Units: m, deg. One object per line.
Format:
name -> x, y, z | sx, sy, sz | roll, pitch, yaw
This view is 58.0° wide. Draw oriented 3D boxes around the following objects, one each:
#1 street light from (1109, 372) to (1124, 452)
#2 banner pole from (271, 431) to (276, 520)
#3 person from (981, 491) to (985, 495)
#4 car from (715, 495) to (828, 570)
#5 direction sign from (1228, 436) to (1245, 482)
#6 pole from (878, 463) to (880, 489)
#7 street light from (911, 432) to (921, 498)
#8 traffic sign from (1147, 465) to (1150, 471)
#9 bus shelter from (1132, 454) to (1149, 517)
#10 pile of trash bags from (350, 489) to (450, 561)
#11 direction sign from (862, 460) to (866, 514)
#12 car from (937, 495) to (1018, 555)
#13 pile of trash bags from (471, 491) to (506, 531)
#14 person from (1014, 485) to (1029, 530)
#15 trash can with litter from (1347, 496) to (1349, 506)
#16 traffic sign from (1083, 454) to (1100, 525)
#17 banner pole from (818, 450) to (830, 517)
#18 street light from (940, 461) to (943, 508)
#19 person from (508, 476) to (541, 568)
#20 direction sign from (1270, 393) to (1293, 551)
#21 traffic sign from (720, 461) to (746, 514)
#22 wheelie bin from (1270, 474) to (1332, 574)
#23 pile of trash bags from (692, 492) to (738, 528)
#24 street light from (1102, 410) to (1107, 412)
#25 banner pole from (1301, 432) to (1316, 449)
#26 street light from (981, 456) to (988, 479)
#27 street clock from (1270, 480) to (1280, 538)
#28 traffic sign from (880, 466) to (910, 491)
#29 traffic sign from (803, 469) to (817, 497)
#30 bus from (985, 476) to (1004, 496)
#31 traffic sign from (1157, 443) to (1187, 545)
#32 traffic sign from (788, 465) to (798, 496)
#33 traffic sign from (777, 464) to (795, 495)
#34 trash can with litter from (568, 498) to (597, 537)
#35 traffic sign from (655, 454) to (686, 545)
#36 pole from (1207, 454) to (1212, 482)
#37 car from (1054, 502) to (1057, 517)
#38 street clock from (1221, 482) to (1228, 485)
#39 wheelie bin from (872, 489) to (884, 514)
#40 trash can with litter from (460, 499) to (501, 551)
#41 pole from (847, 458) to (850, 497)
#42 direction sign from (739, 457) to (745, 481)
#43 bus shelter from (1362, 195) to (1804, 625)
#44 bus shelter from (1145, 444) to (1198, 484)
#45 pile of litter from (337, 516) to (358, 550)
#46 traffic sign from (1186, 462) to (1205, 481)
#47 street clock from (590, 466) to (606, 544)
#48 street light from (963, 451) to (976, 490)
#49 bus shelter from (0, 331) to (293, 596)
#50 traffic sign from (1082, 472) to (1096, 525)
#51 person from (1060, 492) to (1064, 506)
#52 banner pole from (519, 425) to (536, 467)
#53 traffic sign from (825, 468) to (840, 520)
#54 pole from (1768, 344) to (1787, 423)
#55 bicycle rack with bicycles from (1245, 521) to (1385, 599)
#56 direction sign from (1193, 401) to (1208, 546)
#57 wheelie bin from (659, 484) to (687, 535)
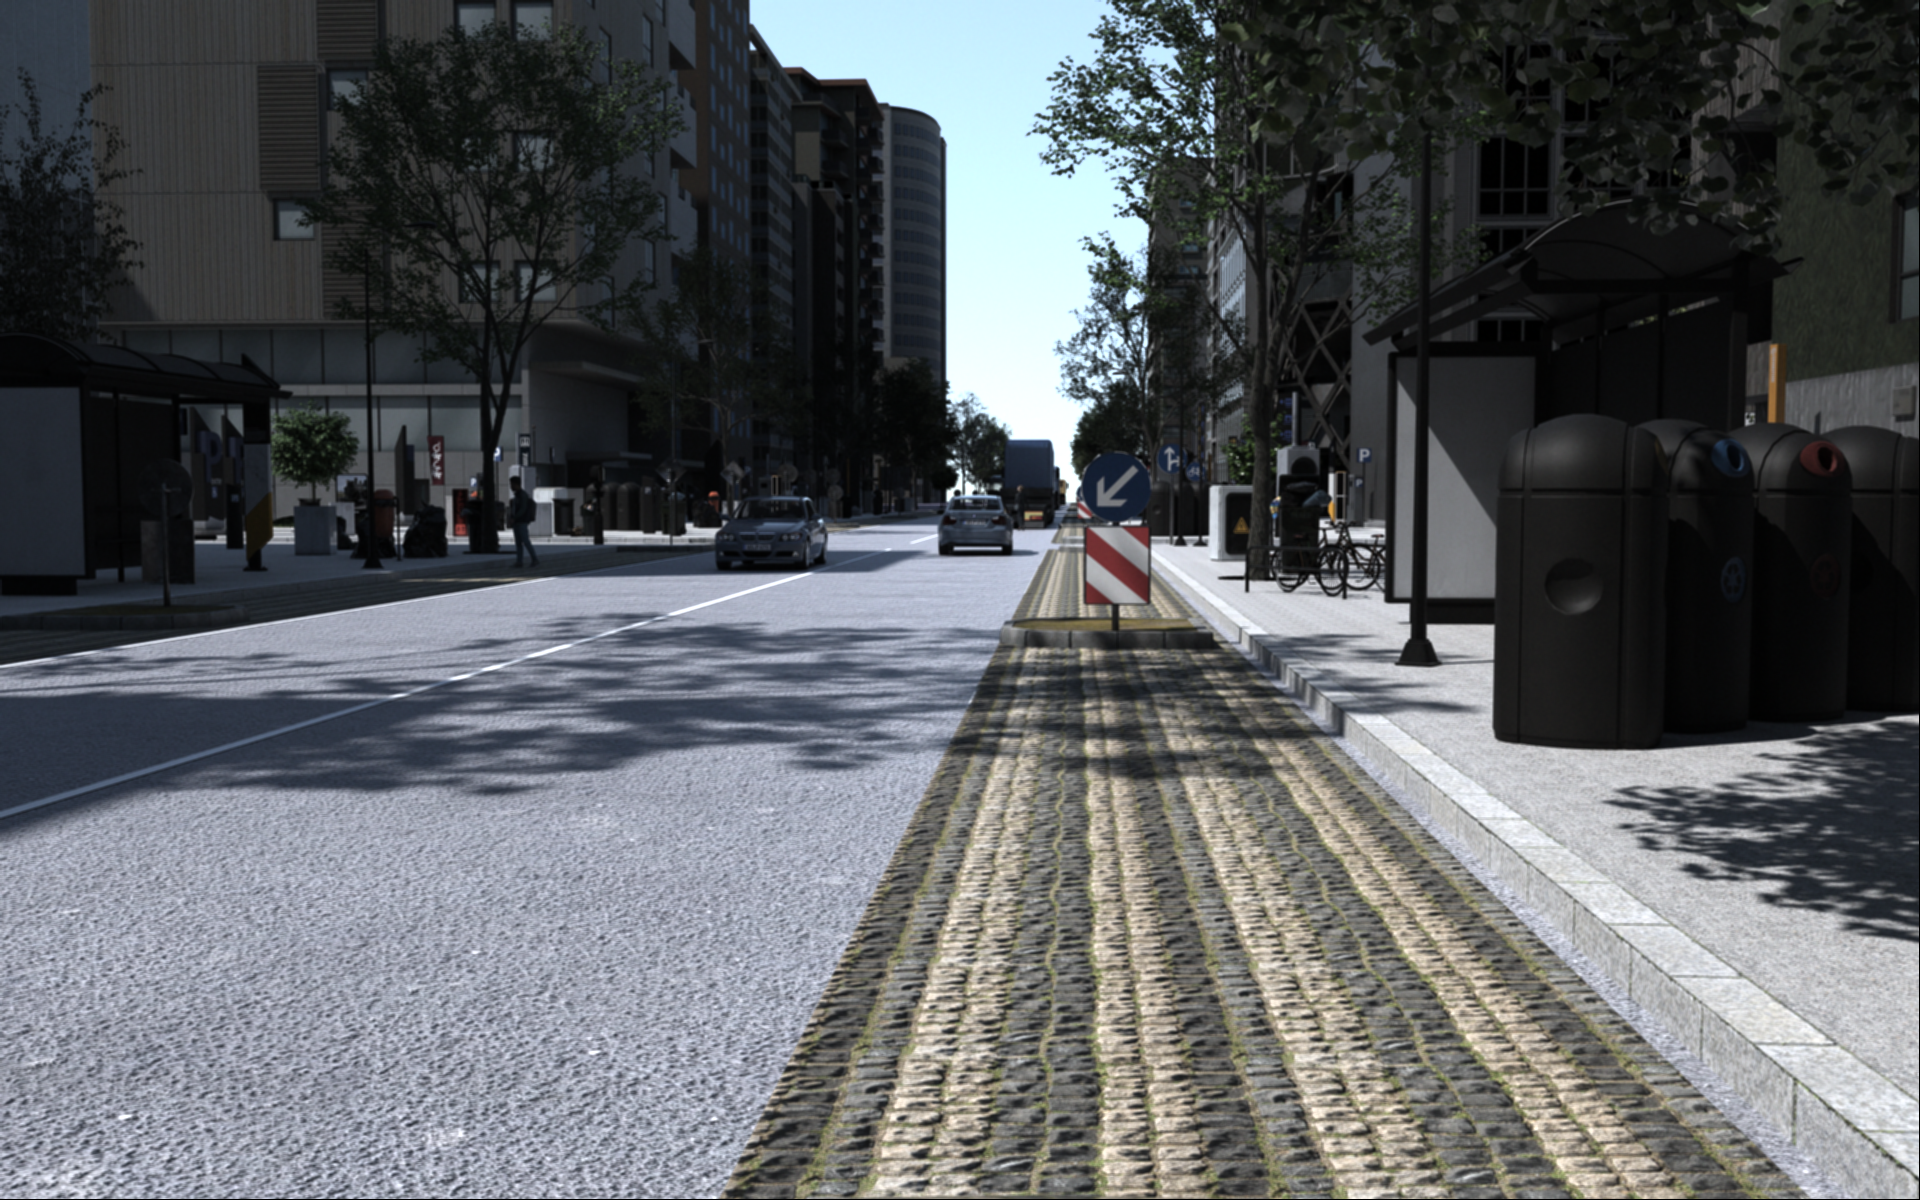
street light -> 6.457, -5.709, 65.888 | 1.470, 5.913, 1.316 | 0, 4, 4
banner pole -> -27.530, -4.833, 69.029 | 0.401, 3.779, 0.863 | 2, 4, 27
person -> 2.659, -11.097, 190.392 | 0.568, 1.767, 0.683 | 2, 4, 31
car -> -3.675, -1.365, 34.325 | 2.014, 1.417, 4.499 | 0, 4, 3
direction sign -> 10.851, -4.620, 67.526 | 0.876, 3.537, 0.379 | 3, 4, 39
pole -> -5.215, -7.222, 111.917 | 0.158, 3.312, 0.155 | 0, 3, 0
street light -> -3.082, -9.533, 128.412 | 1.470, 5.913, 1.316 | 0, 4, 4
traffic sign -> 8.537, -4.777, 78.113 | 0.884, 2.594, 0.081 | 1, 4, 11
bus shelter -> 10.120, -6.714, 101.061 | 1.731, 3.624, 6.357 | 0, 4, 4
pile of trash bags -> -11.282, -1.524, 34.671 | 1.912, 1.369, 3.447 | -1, 4, -10
direction sign -> -6.362, -7.484, 114.368 | 0.379, 3.537, 0.876 | -1, 4, -17
car -> 0.410, -1.837, 42.033 | 2.014, 1.417, 4.499 | 0, 4, 2
pile of trash bags -> -16.677, -3.063, 59.829 | 1.912, 1.369, 3.447 | -1, 4, -17
person -> 2.450, -3.631, 68.291 | 0.534, 1.772, 0.576 | 2, 4, 30
trash can with litter -> 20.019, -4.772, 89.403 | 0.624, 1.170, 1.055 | 2, 4, 28
traffic sign -> 3.457, -2.412, 43.076 | 0.795, 2.450, 0.064 | 0, 4, 4
banner pole -> -7.973, -6.782, 100.906 | 0.863, 3.779, 0.401 | 0, 4, 3
street light -> -1.154, -11.348, 158.087 | 1.470, 5.913, 1.316 | 0, 4, 4
person -> -8.477, -1.503, 33.414 | 0.721, 1.781, 0.623 | -3, 5, -40
direction sign -> 7.028, -2.872, 38.947 | 0.876, 3.537, 0.379 | 0, 4, 7
traffic sign -> -6.780, -2.944, 51.780 | 0.795, 2.450, 0.064 | 0, 4, 4
wheelie bin -> 5.491, -1.222, 27.885 | 0.980, 1.594, 0.693 | 0, 4, 7
pile of trash bags -> -9.413, -3.502, 67.010 | 1.912, 1.369, 3.447 | -1, 4, -14
street light -> 8.472, -7.543, 95.872 | 1.470, 5.913, 1.316 | 0, 4, 4
banner pole -> 13.886, -4.866, 69.583 | 0.863, 3.779, 0.401 | 1, 4, 16
street light -> 2.401, -14.587, 211.043 | 1.470, 5.913, 1.316 | 0, 4, 4
street clock -> 9.387, -2.839, 50.991 | 0.471, 2.002, 0.358 | 2, 4, 27
traffic sign -> -4.765, -8.087, 126.102 | 2.265, 3.308, 0.079 | 1, 4, 9
traffic sign -> -7.624, -5.398, 88.366 | 0.768, 2.556, 0.104 | 0, 4, 6
bus -> 4.010, -10.506, 166.630 | 2.948, 3.499, 13.247 | 0, 4, 3
traffic sign -> 5.330, -2.659, 43.583 | 0.768, 2.556, 0.104 | 1, 4, 9
traffic sign -> -7.456, -4.622, 75.678 | 0.768, 2.556, 0.104 | 1, 4, 13
traffic sign -> -7.288, -4.425, 72.451 | 0.768, 2.556, 0.104 | 1, 4, 9
trash can with litter -> -11.304, -2.481, 51.952 | 1.055, 1.170, 0.624 | 2, 4, 25
traffic sign -> -7.312, -2.457, 43.813 | 0.795, 2.450, 0.064 | 0, 4, 4
pole -> 12.759, -5.797, 88.619 | 0.158, 3.312, 0.155 | 0, 3, 0
car -> 5.079, -5.861, 108.401 | 1.945, 1.354, 3.894 | 0, 4, 3
street clock -> 15.595, -5.972, 102.216 | 0.358, 2.002, 0.471 | -3, 5, -40
wheelie bin -> -5.185, -6.218, 109.567 | 0.693, 1.594, 0.980 | -1, 4, -18
trash can with litter -> -10.746, -1.682, 38.885 | 0.624, 1.170, 1.055 | 0, 4, 6
pole -> -6.353, -6.401, 98.503 | 0.158, 3.312, 0.155 | 0, 3, 0
direction sign -> -13.361, -6.988, 106.252 | 0.379, 3.537, 0.876 | 1, 4, 17
bus shelter -> 4.830, -1.259, 14.501 | 2.014, 3.302, 5.546 | 0, 4, 4
bus shelter -> 8.865, -4.835, 72.977 | 2.014, 3.302, 5.546 | 0, 4, 4
pile of litter -> -14.319, -1.617, 40.399 | 1.176, 0.858, 1.719 | -2, 4, -29
traffic sign -> 9.341, -4.197, 68.732 | 0.768, 2.556, 0.104 | 1, 4, 13
street clock -> -9.220, -2.421, 44.151 | 0.358, 2.002, 0.471 | 1, 4, 15
street light -> 0.863, -13.185, 188.115 | 1.470, 5.913, 1.316 | 0, 4, 4
bus shelter -> -11.568, -1.860, 24.339 | 2.014, 3.302, 5.546 | 0, 4, 4
traffic sign -> 3.989, -2.899, 51.044 | 0.795, 2.450, 0.064 | 0, 4, 4
person -> 11.974, -12.062, 206.240 | 0.721, 1.766, 1.217 | 3, 5, 39
banner pole -> -15.743, -4.482, 63.294 | 0.863, 3.779, 0.401 | 1, 4, 21
traffic sign -> -6.292, -5.228, 85.583 | 0.768, 2.556, 0.104 | 0, 4, 8
pole -> 11.134, -1.824, 23.661 | 0.158, 3.312, 0.155 | 0, 3, 0
bicycle rack with bicycles -> 4.991, -0.559, 22.528 | 2.852, 0.926, 2.925 | -2, 4, -31
direction sign -> 5.921, -3.093, 42.561 | 0.379, 3.537, 0.876 | 0, 4, 0
wheelie bin -> -9.052, -2.860, 54.664 | 0.980, 1.594, 0.693 | 2, 4, 34
